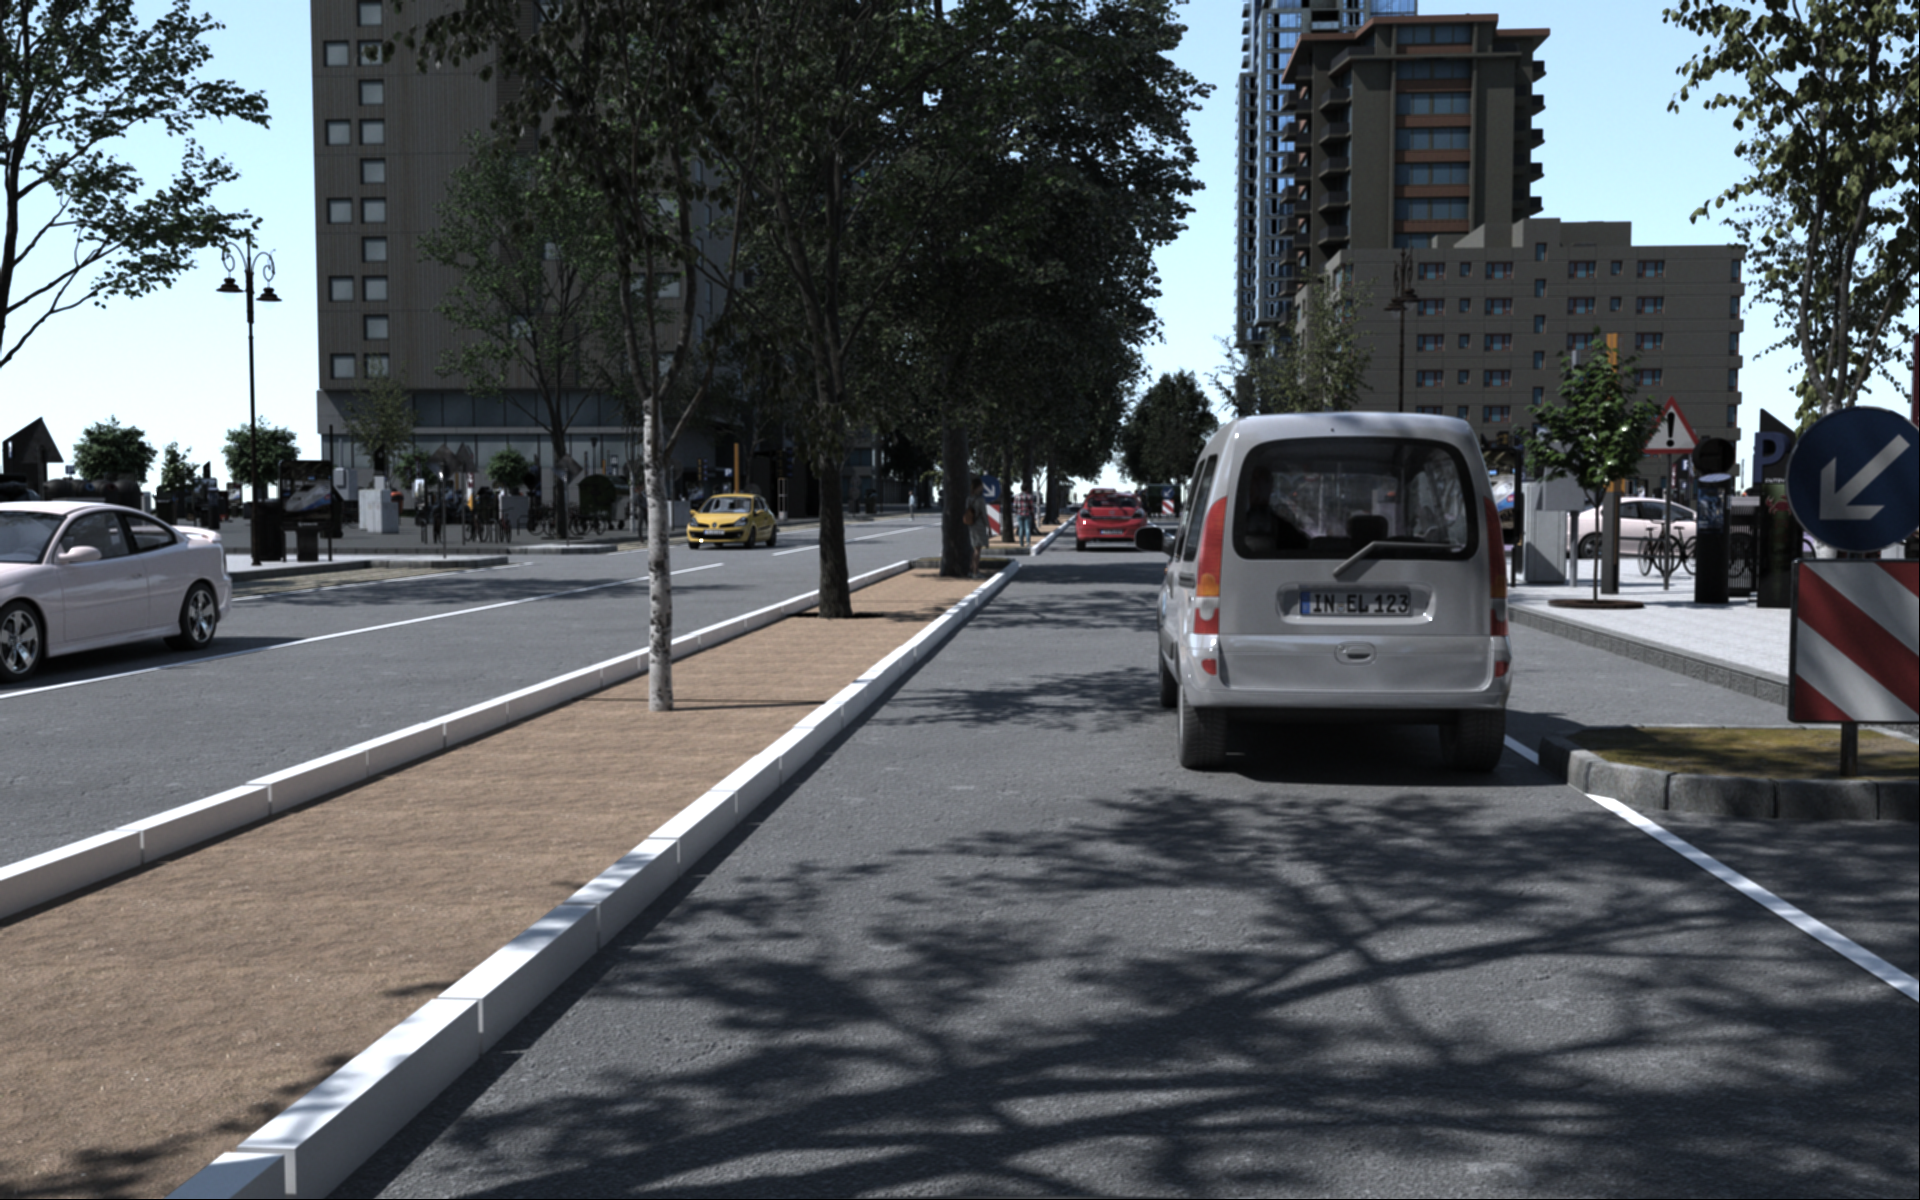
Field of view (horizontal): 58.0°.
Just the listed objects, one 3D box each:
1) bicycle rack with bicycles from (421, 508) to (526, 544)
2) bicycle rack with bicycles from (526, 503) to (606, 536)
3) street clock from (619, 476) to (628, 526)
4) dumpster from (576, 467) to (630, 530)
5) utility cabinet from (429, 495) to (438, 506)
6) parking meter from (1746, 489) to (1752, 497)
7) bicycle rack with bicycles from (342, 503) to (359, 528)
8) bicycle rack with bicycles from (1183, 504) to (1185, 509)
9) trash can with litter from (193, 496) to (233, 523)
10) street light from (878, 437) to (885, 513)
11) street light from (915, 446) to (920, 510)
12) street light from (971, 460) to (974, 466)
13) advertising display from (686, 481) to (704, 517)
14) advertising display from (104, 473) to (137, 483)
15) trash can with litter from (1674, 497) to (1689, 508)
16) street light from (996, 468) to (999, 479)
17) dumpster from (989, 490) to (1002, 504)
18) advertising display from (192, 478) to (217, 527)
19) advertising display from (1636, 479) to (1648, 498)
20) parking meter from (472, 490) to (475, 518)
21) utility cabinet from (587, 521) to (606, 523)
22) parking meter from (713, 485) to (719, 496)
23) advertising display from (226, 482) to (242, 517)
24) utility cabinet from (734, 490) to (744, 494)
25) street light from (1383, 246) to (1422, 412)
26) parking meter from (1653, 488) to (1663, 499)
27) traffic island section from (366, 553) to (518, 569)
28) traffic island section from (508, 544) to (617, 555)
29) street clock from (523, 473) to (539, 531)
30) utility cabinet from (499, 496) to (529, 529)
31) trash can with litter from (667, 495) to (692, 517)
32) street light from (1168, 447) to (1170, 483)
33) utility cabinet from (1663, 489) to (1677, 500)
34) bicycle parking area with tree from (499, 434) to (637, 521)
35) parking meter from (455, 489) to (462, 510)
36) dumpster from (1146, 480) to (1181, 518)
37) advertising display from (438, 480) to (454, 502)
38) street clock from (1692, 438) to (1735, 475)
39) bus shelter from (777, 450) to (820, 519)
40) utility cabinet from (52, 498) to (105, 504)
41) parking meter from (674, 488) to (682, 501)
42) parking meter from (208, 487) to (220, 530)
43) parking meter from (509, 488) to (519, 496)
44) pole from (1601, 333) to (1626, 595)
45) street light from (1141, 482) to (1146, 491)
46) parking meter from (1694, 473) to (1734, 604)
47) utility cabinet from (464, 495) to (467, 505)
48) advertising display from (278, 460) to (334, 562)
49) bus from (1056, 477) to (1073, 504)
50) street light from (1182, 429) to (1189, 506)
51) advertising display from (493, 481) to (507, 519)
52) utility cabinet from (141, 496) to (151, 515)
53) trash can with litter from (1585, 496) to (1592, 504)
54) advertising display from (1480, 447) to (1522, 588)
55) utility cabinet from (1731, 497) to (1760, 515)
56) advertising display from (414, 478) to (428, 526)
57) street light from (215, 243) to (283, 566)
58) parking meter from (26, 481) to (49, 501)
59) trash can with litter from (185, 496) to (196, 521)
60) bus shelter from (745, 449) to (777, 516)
[{"bbox_3d":[-13.139,-1.986,45.856,2.852,0.926,2.925,-1,4,-19],"label":"bicycle rack with bicycles"},{"bbox_3d":[-12.331,-2.488,54.063,2.852,0.926,2.925,3,5,45],"label":"bicycle rack with bicycles"},{"bbox_3d":[-13.245,-3.862,67.721,0.471,2.002,0.358,-2,4,-25],"label":"street clock"},{"bbox_3d":[-12.795,-3.644,62.069,1.502,2.255,1.985,0,4,5],"label":"dumpster"},{"bbox_3d":[-26.128,-4.627,86.816,1.020,1.237,0.306,-2,4,-33],"label":"utility cabinet"},{"bbox_3d":[40.325,-4.892,88.393,0.372,1.533,0.369,0,3,0],"label":"parking meter"},{"bbox_3d":[-23.140,-3.164,65.107,2.925,0.926,2.852,-3,4,-39],"label":"bicycle rack with bicycles"},{"bbox_3d":[15.925,-6.059,112.439,2.852,0.926,2.925,3,5,41],"label":"bicycle rack with bicycles"},{"bbox_3d":[-34.108,-4.154,78.973,1.678,1.210,2.233,2,4,31],"label":"trash can with litter"},{"bbox_3d":[-5.410,-8.946,119.057,0.468,5.910,1.993,0,4,5],"label":"street light"},{"bbox_3d":[-3.467,-10.375,142.416,0.468,5.910,1.993,0,4,5],"label":"street light"},{"bbox_3d":[1.457,-14.043,202.386,0.468,5.910,1.993,0,4,5],"label":"street light"},{"bbox_3d":[-13.452,-5.063,87.998,0.974,1.923,0.123,-3,4,-37],"label":"advertising display"},{"bbox_3d":[-25.444,-2.894,52.530,0.123,1.923,0.974,2,4,34],"label":"advertising display"},{"bbox_3d":[38.723,-5.067,93.905,1.678,1.210,2.233,-3,5,-39],"label":"trash can with litter"},{"bbox_3d":[5.422,-16.954,249.992,0.468,5.910,1.993,0,4,5],"label":"street light"},{"bbox_3d":[4.115,-12.156,206.971,1.865,1.857,1.264,0,4,6],"label":"dumpster"},{"bbox_3d":[-29.579,-3.831,67.853,0.123,1.923,0.974,3,4,39],"label":"advertising display"},{"bbox_3d":[28.827,-4.159,73.208,0.123,1.923,0.974,0,4,1],"label":"advertising display"},{"bbox_3d":[-26.280,-5.182,93.144,0.372,1.533,0.369,0,3,0],"label":"parking meter"},{"bbox_3d":[-16.287,-4.043,77.273,1.020,1.237,0.306,2,4,30],"label":"utility cabinet"},{"bbox_3d":[-15.880,-6.545,112.716,0.255,1.863,0.399,3,5,41],"label":"parking meter"},{"bbox_3d":[-39.876,-5.504,95.200,0.974,1.923,0.123,1,4,20],"label":"advertising display"},{"bbox_3d":[-12.692,-5.644,100.951,0.318,1.500,1.173,2,4,34],"label":"utility cabinet"},{"bbox_3d":[8.279,-3.653,32.516,0.468,5.910,1.993,0,4,5],"label":"street light"},{"bbox_3d":[27.829,-3.711,69.082,0.372,1.533,0.369,0,3,0],"label":"parking meter"},{"bbox_3d":[-10.290,-0.749,34.521,2.009,0.180,2.903,0,4,5],"label":"traffic island section"},{"bbox_3d":[-9.636,-1.235,42.479,2.009,0.180,2.903,0,4,5],"label":"traffic island section"},{"bbox_3d":[-14.788,-3.374,59.743,0.471,2.002,0.358,1,4,15],"label":"street clock"},{"bbox_3d":[-16.440,-3.223,63.851,1.020,1.237,0.306,-2,4,-31],"label":"utility cabinet"},{"bbox_3d":[-15.327,-5.229,96.557,2.233,1.210,1.678,3,5,44],"label":"trash can with litter"},{"bbox_3d":[17.432,-10.480,144.139,0.468,5.910,1.993,0,4,5],"label":"street light"},{"bbox_3d":[29.541,-3.866,71.895,1.173,1.500,0.318,-3,4,-38],"label":"utility cabinet"},{"bbox_3d":[-18.844,-6.016,85.359,9.016,4.147,8.231,1,4,23],"label":"bicycle parking area with tree"},{"bbox_3d":[-25.994,-4.978,89.802,0.372,1.533,0.369,0,3,0],"label":"parking meter"},{"bbox_3d":[11.720,-5.790,99.621,1.985,2.255,1.502,0,4,4],"label":"dumpster"},{"bbox_3d":[-23.598,-4.545,79.528,0.123,1.923,0.974,1,4,22],"label":"advertising display"},{"bbox_3d":[9.759,-1.095,22.480,0.471,2.002,0.358,0,4,0],"label":"street clock"},{"bbox_3d":[-8.244,-6.228,93.108,1.731,3.624,6.357,0,4,5],"label":"bus shelter"},{"bbox_3d":[-14.979,-1.119,29.464,0.306,1.237,1.020,0,4,7],"label":"utility cabinet"},{"bbox_3d":[-11.633,-3.844,71.258,0.372,1.533,0.369,0,3,0],"label":"parking meter"},{"bbox_3d":[-27.019,-3.321,62.705,0.372,1.533,0.369,0,3,0],"label":"parking meter"},{"bbox_3d":[-17.410,-3.626,67.692,0.372,1.533,0.369,0,3,0],"label":"parking meter"},{"bbox_3d":[8.326,-1.728,22.095,0.158,3.312,0.155,0,3,0],"label":"pole"},{"bbox_3d":[26.280,-17.012,250.927,0.468,5.910,1.993,0,4,5],"label":"street light"},{"bbox_3d":[8.865,-0.732,20.384,0.372,1.533,0.369,0,3,0],"label":"parking meter"},{"bbox_3d":[-32.461,-6.313,114.372,0.306,1.237,1.020,1,4,10],"label":"utility cabinet"},{"bbox_3d":[-12.390,-1.690,32.845,0.974,1.923,0.123,-3,4,-37],"label":"advertising display"},{"bbox_3d":[14.441,-15.450,244.160,2.896,3.916,12.252,0,4,7],"label":"bus"},{"bbox_3d":[15.595,-9.012,120.126,0.468,5.910,1.993,0,4,5],"label":"street light"},{"bbox_3d":[-23.637,-5.122,88.961,0.974,1.923,0.123,3,4,37],"label":"advertising display"},{"bbox_3d":[-31.670,-3.398,66.727,1.020,1.237,0.306,1,4,20],"label":"utility cabinet"},{"bbox_3d":[29.147,-4.450,83.809,2.233,1.210,1.678,-1,4,-16],"label":"trash can with litter"},{"bbox_3d":[7.350,-1.154,24.086,0.123,1.923,0.974,-3,4,-37],"label":"advertising display"},{"bbox_3d":[19.131,-1.917,42.510,1.020,1.237,0.306,3,4,38],"label":"utility cabinet"},{"bbox_3d":[-21.369,-3.882,68.680,0.123,1.923,0.974,-3,5,-41],"label":"advertising display"},{"bbox_3d":[-12.641,-3.557,30.944,0.468,5.910,1.993,0,4,5],"label":"street light"},{"bbox_3d":[-17.255,-1.469,32.428,0.372,1.533,0.369,0,3,0],"label":"parking meter"},{"bbox_3d":[-37.275,-4.447,84.097,0.624,1.170,1.055,-2,4,-28],"label":"trash can with litter"},{"bbox_3d":[-10.061,-6.225,93.056,1.731,3.624,6.357,0,4,5],"label":"bus shelter"}]
